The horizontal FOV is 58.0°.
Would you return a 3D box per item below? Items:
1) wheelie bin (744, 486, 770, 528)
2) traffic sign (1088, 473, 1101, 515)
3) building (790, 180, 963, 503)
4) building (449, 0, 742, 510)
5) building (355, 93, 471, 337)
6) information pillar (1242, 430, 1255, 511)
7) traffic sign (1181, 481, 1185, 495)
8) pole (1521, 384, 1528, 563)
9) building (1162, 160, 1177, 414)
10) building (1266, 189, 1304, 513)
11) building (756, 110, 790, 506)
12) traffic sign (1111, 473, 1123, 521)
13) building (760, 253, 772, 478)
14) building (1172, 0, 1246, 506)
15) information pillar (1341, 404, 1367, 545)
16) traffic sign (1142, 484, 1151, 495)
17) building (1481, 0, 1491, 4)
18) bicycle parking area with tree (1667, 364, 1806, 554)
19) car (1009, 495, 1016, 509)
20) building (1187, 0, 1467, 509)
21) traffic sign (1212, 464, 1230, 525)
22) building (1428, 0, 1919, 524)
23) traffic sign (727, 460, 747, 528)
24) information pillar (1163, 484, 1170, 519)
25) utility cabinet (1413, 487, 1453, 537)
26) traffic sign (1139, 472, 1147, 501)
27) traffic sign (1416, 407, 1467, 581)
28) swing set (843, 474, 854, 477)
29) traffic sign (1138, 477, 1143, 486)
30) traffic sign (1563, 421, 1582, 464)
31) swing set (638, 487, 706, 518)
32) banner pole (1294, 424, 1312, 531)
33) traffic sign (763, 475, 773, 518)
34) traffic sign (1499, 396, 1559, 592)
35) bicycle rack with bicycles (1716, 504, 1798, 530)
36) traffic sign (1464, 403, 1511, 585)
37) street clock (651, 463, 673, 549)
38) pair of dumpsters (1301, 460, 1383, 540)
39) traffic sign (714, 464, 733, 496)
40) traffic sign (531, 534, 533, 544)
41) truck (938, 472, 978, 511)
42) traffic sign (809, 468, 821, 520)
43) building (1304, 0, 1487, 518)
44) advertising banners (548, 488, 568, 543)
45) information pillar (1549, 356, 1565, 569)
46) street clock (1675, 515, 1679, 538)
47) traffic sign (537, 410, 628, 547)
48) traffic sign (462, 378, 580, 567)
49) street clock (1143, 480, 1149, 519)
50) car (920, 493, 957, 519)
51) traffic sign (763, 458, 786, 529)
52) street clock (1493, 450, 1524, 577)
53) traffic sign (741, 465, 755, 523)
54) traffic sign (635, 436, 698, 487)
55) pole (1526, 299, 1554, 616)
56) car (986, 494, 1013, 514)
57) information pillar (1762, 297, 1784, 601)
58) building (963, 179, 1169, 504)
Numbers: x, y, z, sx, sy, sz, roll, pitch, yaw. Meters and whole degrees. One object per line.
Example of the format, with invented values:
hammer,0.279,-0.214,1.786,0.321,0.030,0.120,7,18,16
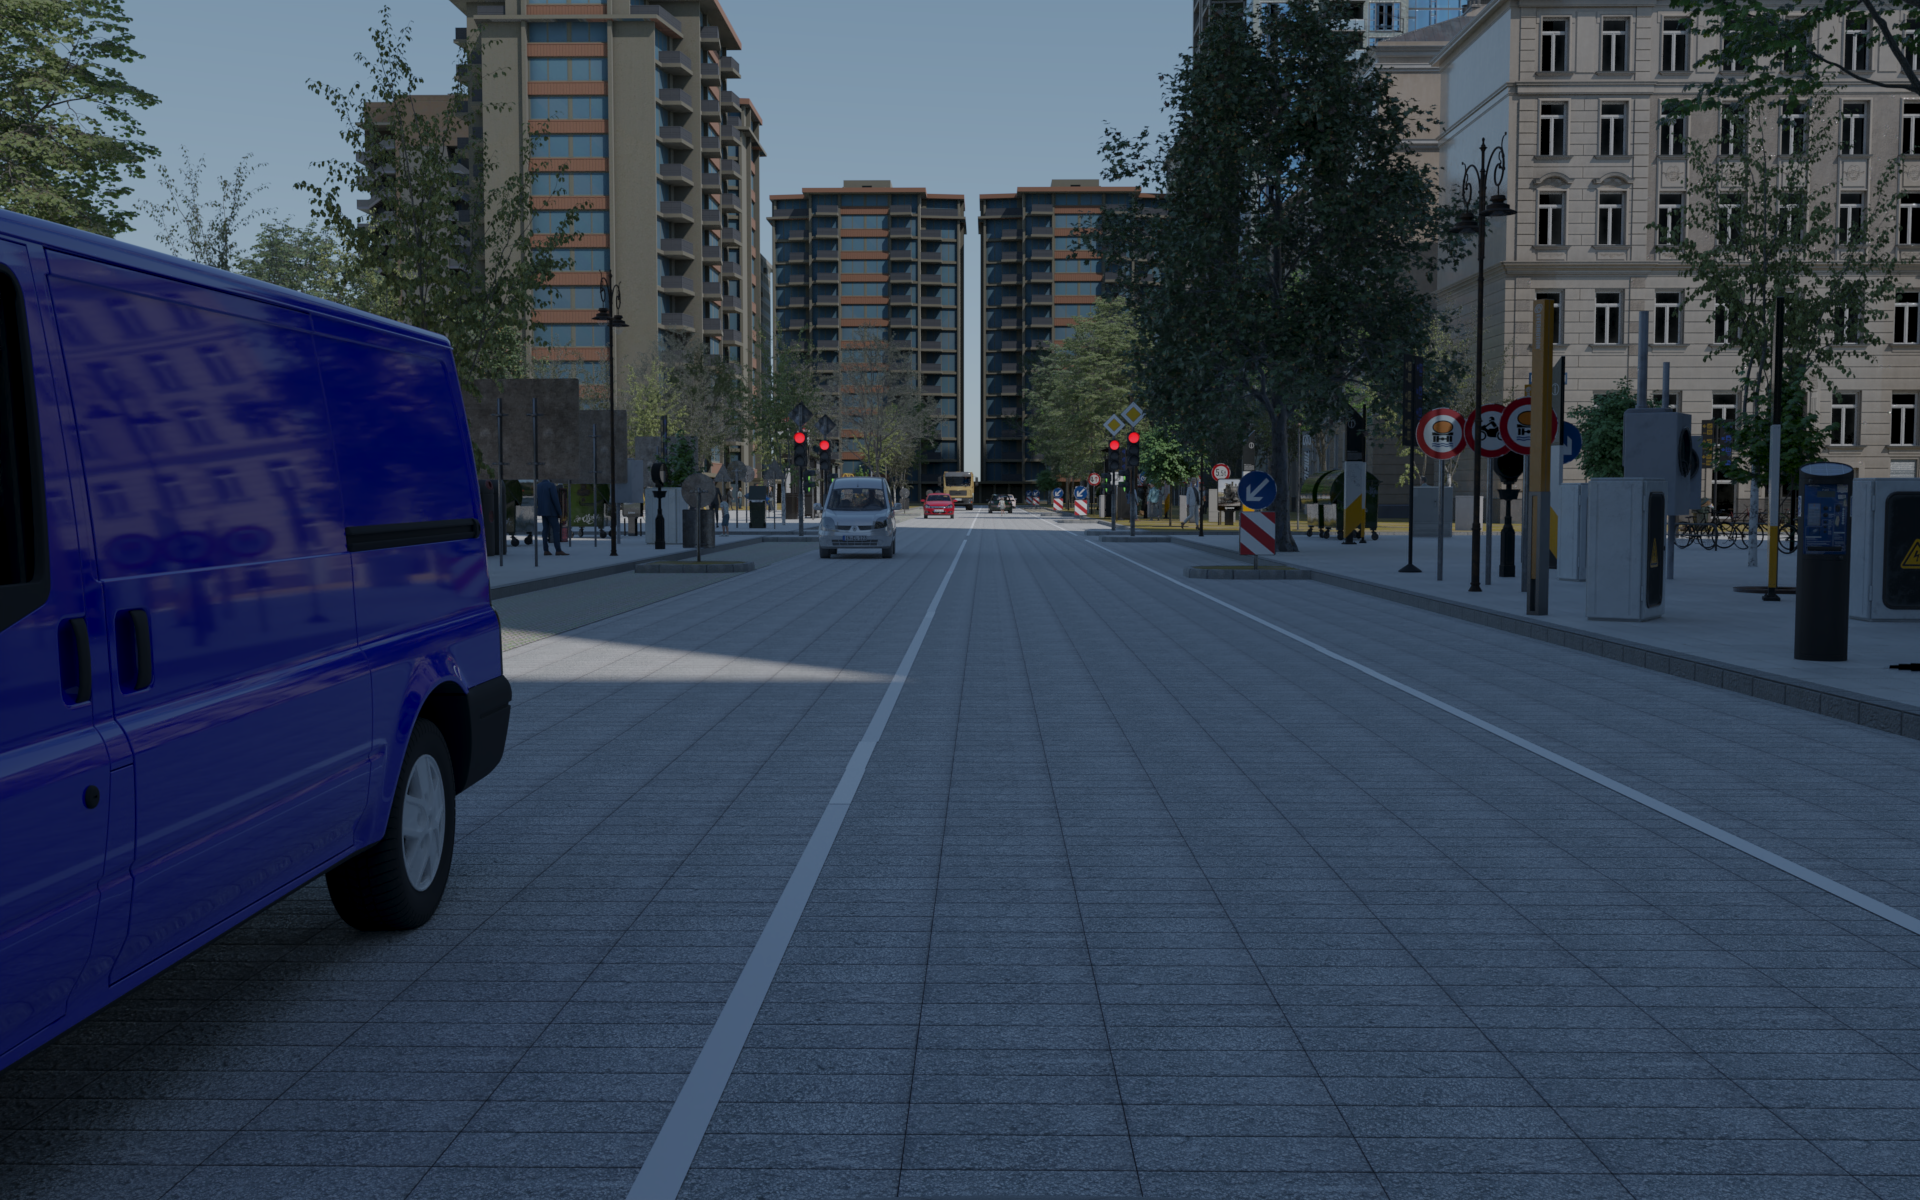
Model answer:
wheelie bin,-7.591,-3.483,64.862,0.980,1.594,0.693,0,4,0
traffic sign,8.086,-6.376,104.352,0.768,2.556,0.104,0,4,3
building,-13.544,-36.063,244.261,28.867,44.769,22.147,0,4,1
building,-30.936,-30.317,150.304,22.147,44.769,28.867,0,4,1
building,-56.830,-33.089,191.116,14.200,45.320,14.600,0,4,1
information pillar,10.616,-4.423,63.671,0.504,3.616,0.183,-1,4,-22
traffic sign,11.531,-5.507,90.142,0.768,2.556,0.104,0,4,6
pole,10.597,-2.352,32.303,0.158,3.312,0.155,0,3,0
building,43.551,-40.202,246.547,27.495,52.752,28.713,0,4,1
building,29.462,-19.911,122.802,12.463,27.353,25.104,0,4,1
building,-34.373,-32.530,186.485,28.867,44.769,22.147,0,4,1
traffic sign,7.332,-4.820,80.938,0.606,2.300,0.079,1,4,9
building,-39.994,-34.114,249.642,23.993,40.220,32.217,0,4,1
building,33.937,-45.672,184.992,20.563,71.187,20.611,0,4,1
information pillar,10.001,-3.225,44.079,0.504,3.616,0.183,-1,4,-18
traffic sign,12.287,-6.890,112.656,0.884,2.594,0.081,1,4,9
building,68.088,-49.108,241.173,20.611,71.187,20.563,0,4,1
bicycle parking area with tree,20.693,-3.187,39.102,8.231,4.147,9.016,-1,4,-8
car,4.484,-9.557,168.624,2.083,1.381,4.827,0,4,1
building,34.031,-51.697,157.915,22.319,86.520,31.000,0,4,1
traffic sign,10.866,-4.408,72.179,0.768,2.556,0.104,1,4,9
building,35.428,-17.237,79.081,25.104,27.353,12.463,0,4,1
traffic sign,-8.450,-4.005,65.584,0.768,2.556,0.104,0,4,2
information pillar,10.766,-6.034,90.015,0.183,3.616,0.504,-1,4,-18
utility cabinet,13.904,-2.591,51.037,1.173,1.500,0.318,1,4,16
traffic sign,9.821,-5.571,91.184,0.768,2.556,0.104,0,4,4
traffic sign,7.115,-1.559,25.600,0.768,2.556,0.104,1,4,10
swing set,-8.577,-8.314,133.561,2.862,2.851,3.119,0,4,6
traffic sign,12.281,-7.336,119.947,0.884,2.594,0.081,1,4,9
traffic sign,10.380,-1.833,30.079,0.768,2.556,0.104,0,4,8
swing set,-12.717,-4.859,77.064,2.862,2.851,3.119,0,4,3
banner pole,12.059,-4.332,60.844,0.401,3.779,0.863,-2,4,-34
traffic sign,-10.312,-5.586,93.466,0.606,2.300,0.079,1,4,9
traffic sign,7.402,-1.378,22.639,0.768,2.556,0.104,0,4,3
bicycle rack with bicycles,28.912,-2.956,61.705,2.852,0.926,2.925,-2,4,-34
traffic sign,7.463,-1.486,24.399,0.768,2.556,0.104,0,4,4
street clock,-6.973,-2.180,40.220,0.358,2.002,0.471,1,4,13
pair of dumpsters,10.973,-2.895,49.825,1.574,2.255,4.437,0,4,1
traffic sign,-10.196,-4.559,74.536,0.884,2.594,0.081,0,4,5
traffic sign,-10.939,-2.692,44.115,0.768,2.556,0.104,0,4,4
truck,-0.108,-9.586,152.654,3.469,3.379,9.791,0,4,1
traffic sign,-7.247,-5.215,85.367,0.768,2.556,0.104,0,4,2
building,28.035,-19.217,100.097,13.634,28.700,20.117,0,4,1
advertising banners,-10.574,-3.052,46.083,0.090,3.025,2.074,1,4,10
information pillar,10.160,-2.344,29.684,0.183,3.616,0.504,-1,4,-20
street clock,20.865,-2.811,50.528,0.358,2.002,0.471,-2,4,-34
traffic sign,-9.159,-2.941,41.963,2.265,3.308,0.079,0,4,8
traffic sign,-7.816,-2.246,30.589,2.265,3.308,0.079,0,4,7
street clock,9.689,-5.249,90.393,0.358,2.002,0.471,1,4,18
car,-1.234,-5.660,101.581,2.155,1.783,4.494,0,4,-1
traffic sign,-6.776,-3.868,63.240,0.884,2.594,0.081,1,4,8
street clock,8.464,-1.356,26.736,0.471,2.002,0.358,0,4,-4
traffic sign,-9.486,-4.699,76.935,0.768,2.556,0.104,1,4,9
traffic sign,-10.349,-4.111,61.088,2.265,3.308,0.079,0,4,5
pole,6.122,-1.494,18.267,0.158,3.312,0.155,0,3,0
car,2.967,-7.223,127.887,2.009,1.686,4.222,0,4,-1
information pillar,9.813,-1.804,20.854,0.183,3.616,0.504,1,4,22
building,15.316,-36.022,243.591,28.867,44.769,22.147,0,4,1
